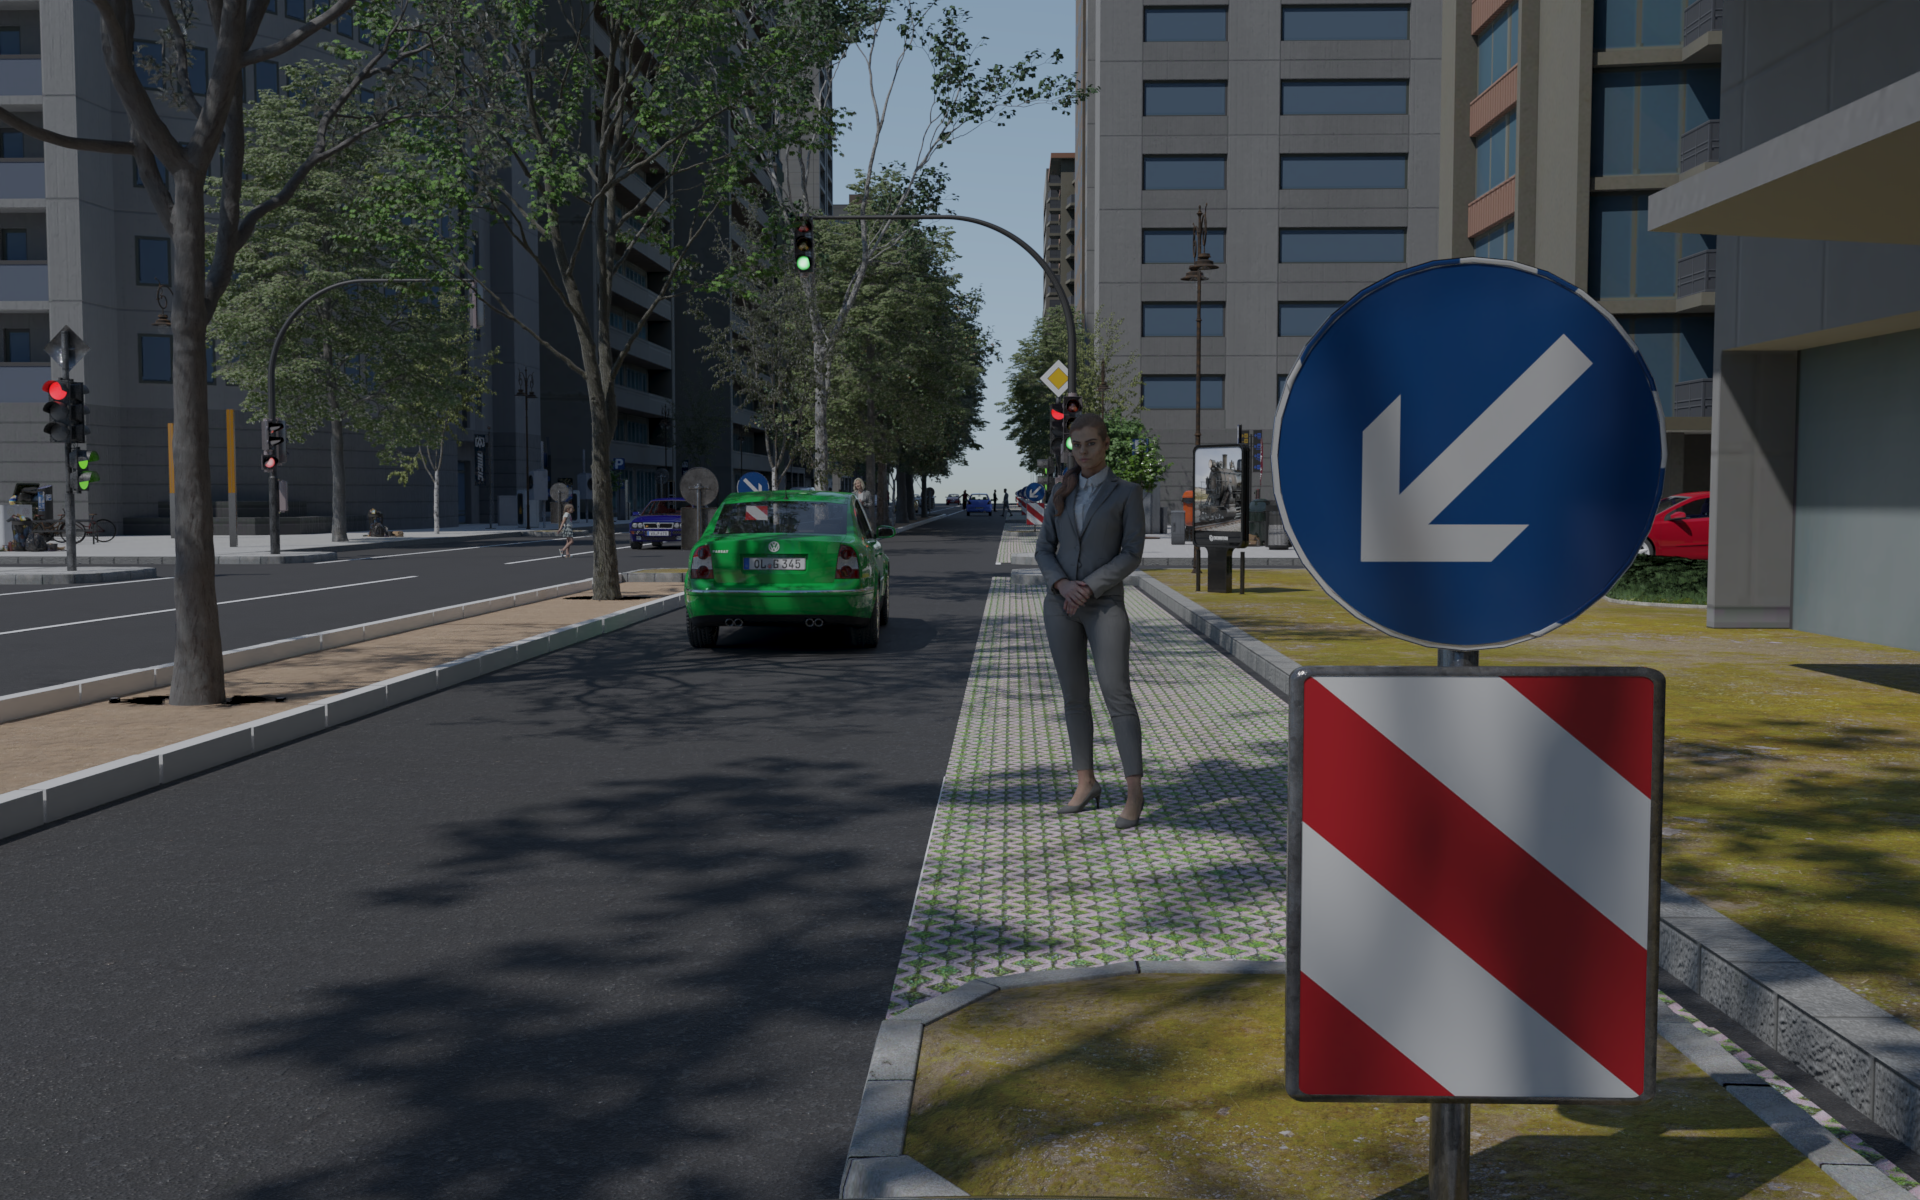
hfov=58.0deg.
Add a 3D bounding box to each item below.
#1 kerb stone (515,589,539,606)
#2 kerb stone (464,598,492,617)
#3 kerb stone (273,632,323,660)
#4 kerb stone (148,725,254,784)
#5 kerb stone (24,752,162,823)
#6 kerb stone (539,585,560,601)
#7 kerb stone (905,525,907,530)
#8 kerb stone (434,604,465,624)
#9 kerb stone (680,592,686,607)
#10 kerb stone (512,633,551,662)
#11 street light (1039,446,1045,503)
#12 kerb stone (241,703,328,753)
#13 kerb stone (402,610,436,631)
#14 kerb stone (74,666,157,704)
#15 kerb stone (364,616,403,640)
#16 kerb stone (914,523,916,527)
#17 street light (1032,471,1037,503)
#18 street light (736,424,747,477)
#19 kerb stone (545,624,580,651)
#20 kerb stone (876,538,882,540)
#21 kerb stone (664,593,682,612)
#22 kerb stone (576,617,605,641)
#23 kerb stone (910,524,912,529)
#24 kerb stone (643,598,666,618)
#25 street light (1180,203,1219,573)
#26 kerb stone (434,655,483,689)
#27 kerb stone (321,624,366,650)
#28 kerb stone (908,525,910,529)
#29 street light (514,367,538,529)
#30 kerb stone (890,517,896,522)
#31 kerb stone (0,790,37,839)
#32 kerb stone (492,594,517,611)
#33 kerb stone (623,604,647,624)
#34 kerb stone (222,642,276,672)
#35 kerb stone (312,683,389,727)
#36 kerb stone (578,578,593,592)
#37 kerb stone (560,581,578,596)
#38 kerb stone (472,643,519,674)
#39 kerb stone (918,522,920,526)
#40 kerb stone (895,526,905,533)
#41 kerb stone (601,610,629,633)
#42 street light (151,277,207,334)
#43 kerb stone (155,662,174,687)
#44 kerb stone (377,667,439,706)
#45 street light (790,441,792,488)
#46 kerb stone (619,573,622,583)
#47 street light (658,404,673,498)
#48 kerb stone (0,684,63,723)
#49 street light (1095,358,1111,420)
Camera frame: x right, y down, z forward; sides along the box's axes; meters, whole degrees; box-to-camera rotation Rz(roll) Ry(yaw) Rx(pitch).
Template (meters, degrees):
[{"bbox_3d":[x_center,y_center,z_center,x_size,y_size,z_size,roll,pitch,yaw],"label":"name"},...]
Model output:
[{"bbox_3d":[-5.682,-0.016,22.453,0.120,0.150,1.000,0,4,2],"label":"kerb stone"},{"bbox_3d":[-5.749,0.109,20.406,0.120,0.150,1.000,0,4,2],"label":"kerb stone"},{"bbox_3d":[-5.908,0.422,15.288,0.120,0.150,1.000,0,4,2],"label":"kerb stone"},{"bbox_3d":[-3.985,0.808,9.062,0.120,0.150,1.000,0,4,2],"label":"kerb stone"},{"bbox_3d":[-4.020,0.868,8.037,0.120,0.150,1.000,0,4,2],"label":"kerb stone"},{"bbox_3d":[-5.655,-0.079,23.488,0.120,0.150,1.000,0,4,2],"label":"kerb stone"},{"bbox_3d":[-2.245,-2.736,66.983,0.120,0.150,1.000,0,4,2],"label":"kerb stone"},{"bbox_3d":[-5.784,0.172,19.385,0.120,0.150,1.000,0,4,2],"label":"kerb stone"},{"bbox_3d":[-3.585,-0.012,22.400,0.120,0.150,1.000,0,4,2],"label":"kerb stone"},{"bbox_3d":[-3.806,0.429,15.217,0.120,0.150,1.000,0,4,2],"label":"kerb stone"},{"bbox_3d":[7.865,-11.548,161.594,0.468,5.910,1.993,0,4,2],"label":"street light"},{"bbox_3d":[-3.954,0.748,10.086,0.120,0.150,1.000,0,4,2],"label":"kerb stone"},{"bbox_3d":[-5.812,0.235,18.363,0.120,0.150,1.000,0,4,2],"label":"kerb stone"},{"bbox_3d":[-5.992,0.610,12.223,0.120,0.150,1.000,0,4,2],"label":"kerb stone"},{"bbox_3d":[-5.835,0.297,17.341,0.120,0.150,1.000,0,4,2],"label":"kerb stone"},{"bbox_3d":[-2.063,-3.115,73.128,0.120,0.150,1.000,0,4,2],"label":"kerb stone"},{"bbox_3d":[9.661,-15.059,218.995,0.468,5.910,1.993,0,4,2],"label":"street light"},{"bbox_3d":[-14.321,-8.612,113.593,0.468,5.910,1.993,0,4,2],"label":"street light"},{"bbox_3d":[-3.774,0.364,16.241,0.120,0.150,1.000,0,4,2],"label":"kerb stone"},{"bbox_3d":[-2.557,-2.111,56.711,0.120,0.150,1.000,0,4,2],"label":"kerb stone"},{"bbox_3d":[-3.618,0.050,21.373,0.120,0.150,1.000,0,4,2],"label":"kerb stone"},{"bbox_3d":[-3.746,0.301,17.268,0.120,0.150,1.000,0,4,2],"label":"kerb stone"},{"bbox_3d":[-2.150,-2.924,70.061,0.120,0.150,1.000,0,4,2],"label":"kerb stone"},{"bbox_3d":[-3.648,0.113,20.347,0.120,0.150,1.000,0,4,2],"label":"kerb stone"},{"bbox_3d":[3.836,-3.369,27.878,0.468,5.910,1.993,0,4,2],"label":"street light"},{"bbox_3d":[-3.862,0.558,13.168,0.120,0.150,1.000,0,4,2],"label":"kerb stone"},{"bbox_3d":[-5.869,0.359,16.319,0.120,0.150,1.000,0,4,2],"label":"kerb stone"},{"bbox_3d":[-2.191,-2.865,69.040,0.120,0.150,1.000,0,4,2],"label":"kerb stone"},{"bbox_3d":[-15.730,-5.514,62.941,0.468,5.910,1.993,0,4,2],"label":"street light"},{"bbox_3d":[-3.550,-4.366,93.722,0.120,0.150,1.000,0,4,2],"label":"kerb stone"},{"bbox_3d":[-4.050,0.930,7.013,0.120,0.150,1.000,0,4,2],"label":"kerb stone"},{"bbox_3d":[-5.721,0.049,21.429,0.120,0.150,1.000,0,4,2],"label":"kerb stone"},{"bbox_3d":[-3.682,0.176,19.326,0.120,0.150,1.000,0,4,2],"label":"kerb stone"},{"bbox_3d":[-5.928,0.485,14.266,0.120,0.150,1.000,0,4,2],"label":"kerb stone"},{"bbox_3d":[-3.924,0.681,11.120,0.120,0.150,1.000,0,4,2],"label":"kerb stone"},{"bbox_3d":[-5.603,-0.197,25.532,0.120,0.150,1.000,0,4,2],"label":"kerb stone"},{"bbox_3d":[-5.621,-0.141,24.510,0.120,0.150,1.000,0,4,2],"label":"kerb stone"},{"bbox_3d":[-3.835,0.491,14.194,0.120,0.150,1.000,0,4,2],"label":"kerb stone"},{"bbox_3d":[-1.970,-3.303,76.199,0.120,0.150,1.000,0,4,2],"label":"kerb stone"},{"bbox_3d":[-2.274,-2.675,65.961,0.120,0.150,1.000,0,4,2],"label":"kerb stone"},{"bbox_3d":[-3.700,0.238,18.299,0.120,0.150,1.000,0,4,2],"label":"kerb stone"},{"bbox_3d":[-16.652,-3.932,37.071,0.468,5.910,1.993,0,4,2],"label":"street light"},{"bbox_3d":[-5.959,0.553,13.245,0.120,0.150,1.000,0,4,2],"label":"kerb stone"},{"bbox_3d":[-3.897,0.615,12.146,0.120,0.150,1.000,0,4,2],"label":"kerb stone"},{"bbox_3d":[-13.558,-10.170,139.062,0.468,5.910,1.993,0,4,2],"label":"street light"},{"bbox_3d":[-5.526,-0.330,27.595,0.120,0.150,1.000,0,4,2],"label":"kerb stone"},{"bbox_3d":[-15.085,-7.100,88.865,0.468,5.910,1.993,0,4,2],"label":"street light"},{"bbox_3d":[-6.018,0.674,11.193,0.120,0.150,1.000,0,4,2],"label":"kerb stone"},{"bbox_3d":[4.850,-5.267,58.899,0.468,5.910,1.993,0,4,2],"label":"street light"}]
